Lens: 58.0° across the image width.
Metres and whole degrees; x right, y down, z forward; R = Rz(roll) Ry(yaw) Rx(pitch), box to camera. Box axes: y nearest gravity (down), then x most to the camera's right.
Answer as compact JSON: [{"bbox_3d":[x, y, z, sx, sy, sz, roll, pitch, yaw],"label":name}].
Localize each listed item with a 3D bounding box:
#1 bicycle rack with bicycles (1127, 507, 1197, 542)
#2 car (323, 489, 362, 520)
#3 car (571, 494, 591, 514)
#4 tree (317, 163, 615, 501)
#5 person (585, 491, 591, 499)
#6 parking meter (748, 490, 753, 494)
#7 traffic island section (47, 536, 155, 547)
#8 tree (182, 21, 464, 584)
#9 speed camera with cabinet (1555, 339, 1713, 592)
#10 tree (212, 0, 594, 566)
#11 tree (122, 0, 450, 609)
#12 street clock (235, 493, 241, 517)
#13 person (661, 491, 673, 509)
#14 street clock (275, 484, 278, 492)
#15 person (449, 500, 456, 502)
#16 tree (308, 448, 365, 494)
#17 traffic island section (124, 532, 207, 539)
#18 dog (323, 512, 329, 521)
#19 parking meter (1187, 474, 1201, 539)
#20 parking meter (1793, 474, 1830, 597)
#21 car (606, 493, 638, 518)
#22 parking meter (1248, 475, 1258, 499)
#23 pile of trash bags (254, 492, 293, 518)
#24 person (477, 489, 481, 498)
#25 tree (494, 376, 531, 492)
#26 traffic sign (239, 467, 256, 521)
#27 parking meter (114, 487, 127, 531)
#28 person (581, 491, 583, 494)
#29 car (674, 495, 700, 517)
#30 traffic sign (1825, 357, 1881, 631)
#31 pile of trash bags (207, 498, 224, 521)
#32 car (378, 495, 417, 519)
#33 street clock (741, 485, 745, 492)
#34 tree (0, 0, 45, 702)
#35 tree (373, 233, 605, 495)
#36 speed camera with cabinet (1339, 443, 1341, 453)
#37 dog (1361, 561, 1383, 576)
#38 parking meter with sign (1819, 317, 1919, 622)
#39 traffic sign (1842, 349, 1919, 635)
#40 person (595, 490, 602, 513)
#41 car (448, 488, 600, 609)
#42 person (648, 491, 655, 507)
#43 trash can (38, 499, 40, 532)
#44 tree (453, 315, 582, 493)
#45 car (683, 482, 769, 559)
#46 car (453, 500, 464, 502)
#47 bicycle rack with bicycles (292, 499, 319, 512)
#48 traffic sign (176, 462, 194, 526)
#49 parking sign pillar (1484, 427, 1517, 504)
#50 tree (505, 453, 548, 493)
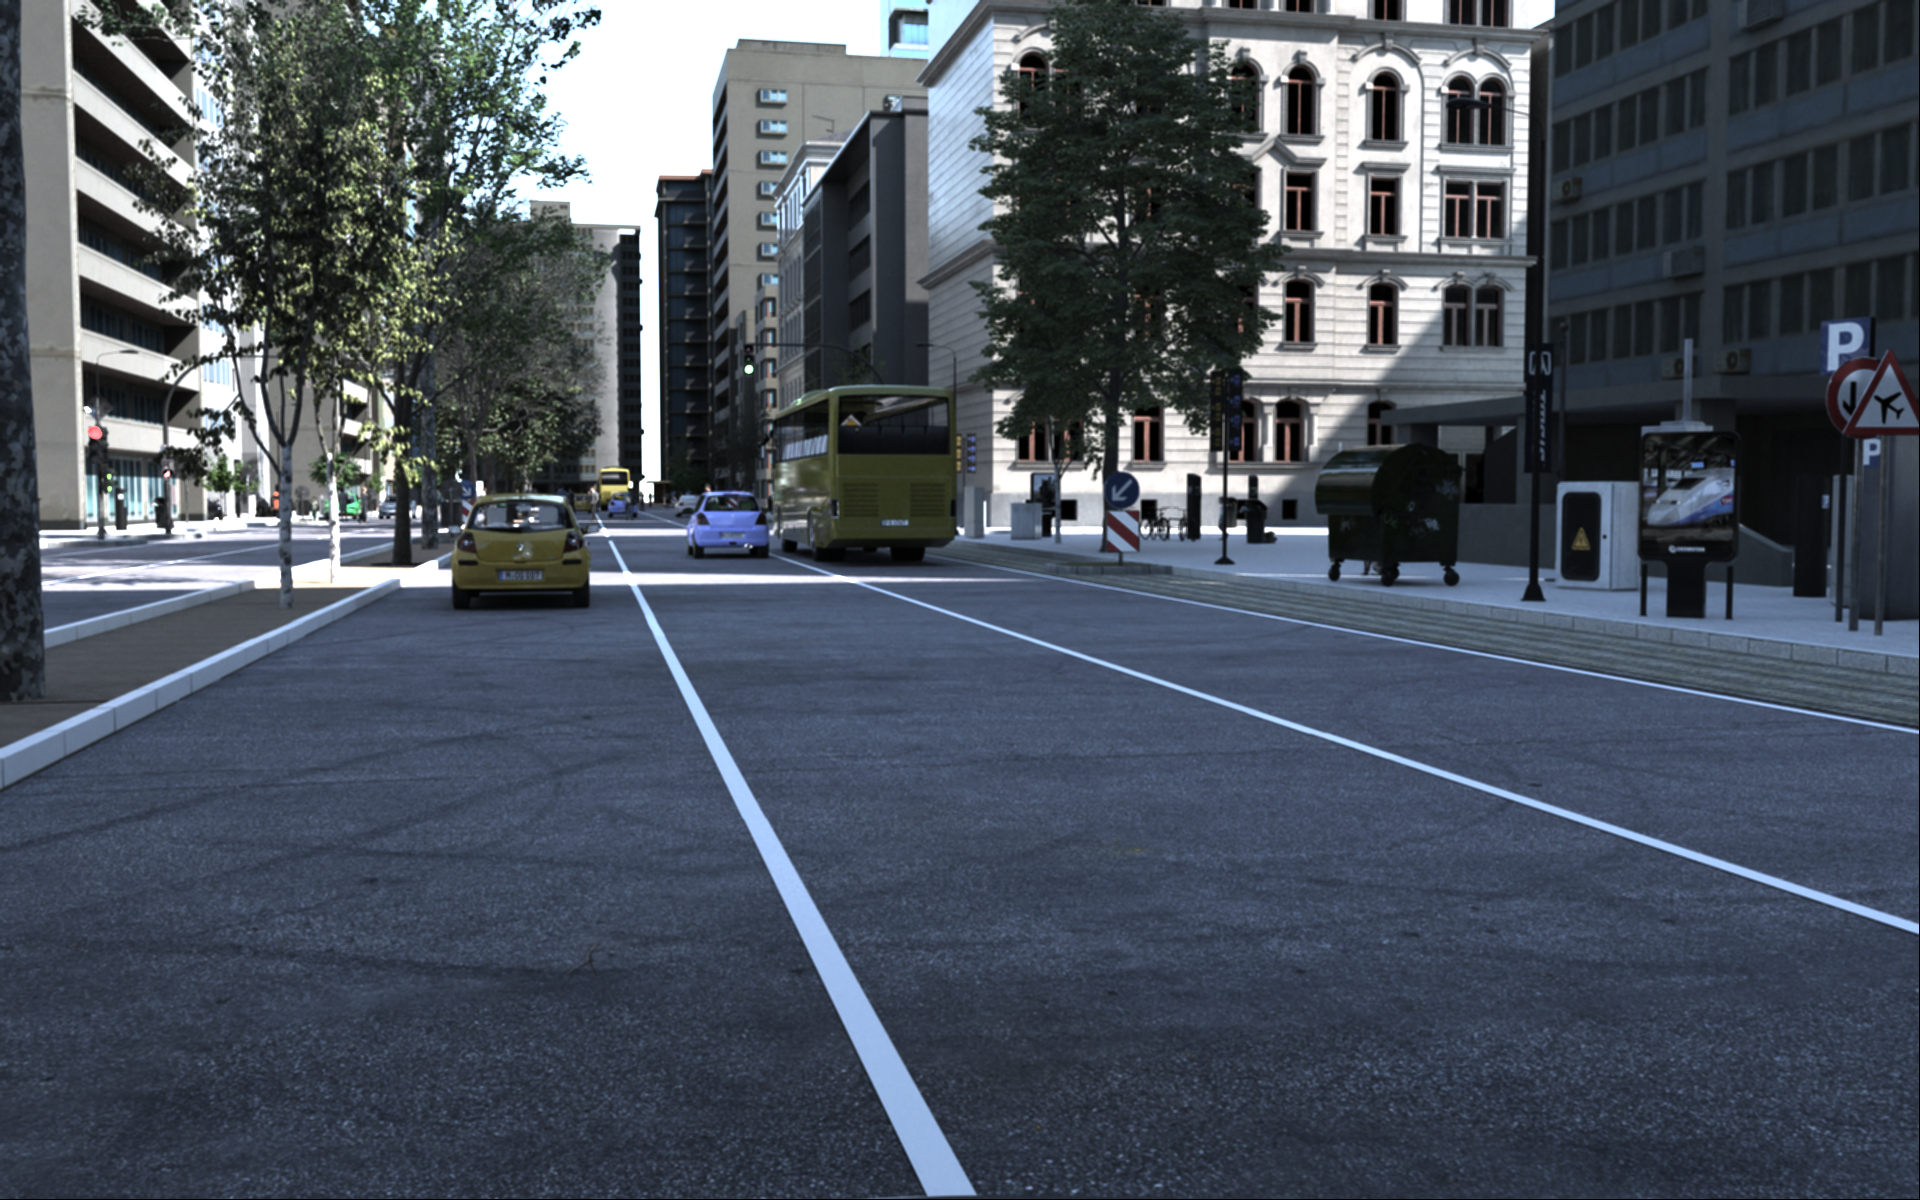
[{"bbox_3d":[5.158,-2.100,47.722,2.852,0.926,2.925,0,4,-4],"label":"bicycle rack with bicycles"},{"bbox_3d":[-34.287,-5.357,96.383,1.959,1.807,4.718,-1,4,-13],"label":"car"},{"bbox_3d":[-27.975,-7.163,127.334,2.015,1.641,3.980,-1,4,-11],"label":"car"},{"bbox_3d":[-17.611,-9.150,62.423,12.009,13.543,11.850,0,3,0],"label":"tree"},{"bbox_3d":[-33.595,-8.979,156.022,0.721,1.736,1.217,2,4,28],"label":"person"},{"bbox_3d":[-14.773,-6.962,122.240,0.372,1.533,0.369,0,3,0],"label":"parking meter"},{"bbox_3d":[-24.050,-1.602,48.473,2.009,0.180,2.903,-1,4,-12],"label":"traffic island section"},{"bbox_3d":[-9.815,-4.535,26.966,4.737,8.622,4.395,0,3,0],"label":"tree"},{"bbox_3d":[8.796,-1.734,22.688,0.660,3.252,2.038,-2,4,-29],"label":"speed camera with cabinet"},{"bbox_3d":[-11.026,-6.483,34.203,9.928,11.665,9.643,0,3,0],"label":"tree"},{"bbox_3d":[-8.461,-4.205,21.576,4.360,8.622,3.978,0,3,0],"label":"tree"},{"bbox_3d":[-39.708,-5.547,95.262,0.471,2.002,0.358,0,4,-3],"label":"street clock"},{"bbox_3d":[-28.693,-9.811,169.695,1.217,1.735,0.721,-2,4,-29],"label":"person"},{"bbox_3d":[-50.415,-7.549,127.990,0.358,2.002,0.471,-1,4,-9],"label":"street clock"},{"bbox_3d":[-39.828,-7.761,135.417,0.705,1.821,1.348,1,4,10],"label":"person"},{"bbox_3d":[-39.876,-7.779,110.902,4.285,4.588,4.351,0,3,0],"label":"tree"},{"bbox_3d":[-25.738,-2.079,56.278,2.009,0.180,2.903,-1,4,-12],"label":"traffic island section"},{"bbox_3d":[-33.288,-4.402,91.265,0.540,0.507,0.406,-1,4,-23],"label":"dog"},{"bbox_3d":[6.651,-2.662,49.229,0.255,1.863,0.399,-2,4,-28],"label":"parking meter"},{"bbox_3d":[10.630,-0.808,21.623,0.372,1.533,0.369,0,3,0],"label":"parking meter"},{"bbox_3d":[-20.754,-5.924,106.445,1.945,1.707,3.694,-1,4,-13],"label":"car"},{"bbox_3d":[9.105,-2.942,53.820,0.255,1.863,0.399,0,4,2],"label":"parking meter"},{"bbox_3d":[-37.459,-5.192,94.647,1.912,1.369,3.447,-2,4,-27],"label":"pile of trash bags"},{"bbox_3d":[-40.837,-8.496,147.274,0.599,1.838,0.709,2,4,27],"label":"person"},{"bbox_3d":[-21.586,-7.796,80.284,4.737,8.622,4.395,0,3,0],"label":"tree"},{"bbox_3d":[-33.897,-5.034,82.419,0.768,2.556,0.104,0,4,-5],"label":"traffic sign"},{"bbox_3d":[-29.441,-3.202,60.765,0.372,1.533,0.369,0,3,0],"label":"parking meter"},{"bbox_3d":[-38.046,-10.129,174.834,0.721,1.743,1.217,2,4,30],"label":"person"},{"bbox_3d":[-16.930,-5.907,108.949,2.083,1.381,4.827,-1,4,-11],"label":"car"},{"bbox_3d":[8.388,-0.983,16.181,0.768,2.556,0.104,-1,4,-8],"label":"traffic sign"},{"bbox_3d":[-37.422,-4.510,83.491,3.447,1.369,1.912,-2,4,-33],"label":"pile of trash bags"},{"bbox_3d":[-32.370,-5.370,99.804,2.014,1.417,4.499,-1,4,-11],"label":"car"},{"bbox_3d":[-16.642,-7.843,132.799,0.358,2.002,0.471,0,4,3],"label":"street clock"},{"bbox_3d":[-7.970,-9.399,12.023,12.611,20.169,13.585,0,3,0],"label":"tree"},{"bbox_3d":[-19.875,-9.397,73.101,9.611,12.733,9.660,0,3,0],"label":"tree"},{"bbox_3d":[14.567,-4.370,65.791,0.660,3.252,2.038,1,4,15],"label":"speed camera with cabinet"},{"bbox_3d":[6.536,-0.785,27.211,0.513,0.831,0.800,-1,4,-8],"label":"dog"},{"bbox_3d":[9.565,-1.311,17.698,1.738,3.016,0.543,-2,4,-27],"label":"parking meter with sign"},{"bbox_3d":[8.349,-0.958,15.671,0.884,2.594,0.081,-1,4,-10],"label":"traffic sign"},{"bbox_3d":[-28.037,-7.622,133.925,0.742,1.727,0.445,-3,5,-40],"label":"person"},{"bbox_3d":[-5.830,-0.790,23.135,2.015,1.641,3.980,-1,4,-13],"label":"car"},{"bbox_3d":[-35.058,-11.484,196.354,0.705,1.812,1.348,-3,5,-44],"label":"person"},{"bbox_3d":[-29.948,-2.695,55.713,0.748,1.137,0.748,0,3,0],"label":"trash can"},{"bbox_3d":[-22.770,-10.165,86.780,7.486,12.596,7.792,0,3,0],"label":"tree"},{"bbox_3d":[-5.383,-1.855,39.920,1.945,1.707,3.694,-1,4,-12],"label":"car"},{"bbox_3d":[-53.925,-10.691,187.157,2.083,1.381,4.827,-1,4,-11],"label":"car"},{"bbox_3d":[-46.054,-6.669,122.421,2.925,0.926,2.852,0,4,4],"label":"bicycle rack with bicycles"},{"bbox_3d":[-30.677,-4.194,68.685,0.768,2.556,0.104,0,4,-7],"label":"traffic sign"},{"bbox_3d":[21.015,-4.816,67.214,1.447,3.967,1.447,1,4,15],"label":"parking sign pillar"},{"bbox_3d":[-29.301,-10.088,117.750,4.360,8.622,3.978,0,3,0],"label":"tree"}]
